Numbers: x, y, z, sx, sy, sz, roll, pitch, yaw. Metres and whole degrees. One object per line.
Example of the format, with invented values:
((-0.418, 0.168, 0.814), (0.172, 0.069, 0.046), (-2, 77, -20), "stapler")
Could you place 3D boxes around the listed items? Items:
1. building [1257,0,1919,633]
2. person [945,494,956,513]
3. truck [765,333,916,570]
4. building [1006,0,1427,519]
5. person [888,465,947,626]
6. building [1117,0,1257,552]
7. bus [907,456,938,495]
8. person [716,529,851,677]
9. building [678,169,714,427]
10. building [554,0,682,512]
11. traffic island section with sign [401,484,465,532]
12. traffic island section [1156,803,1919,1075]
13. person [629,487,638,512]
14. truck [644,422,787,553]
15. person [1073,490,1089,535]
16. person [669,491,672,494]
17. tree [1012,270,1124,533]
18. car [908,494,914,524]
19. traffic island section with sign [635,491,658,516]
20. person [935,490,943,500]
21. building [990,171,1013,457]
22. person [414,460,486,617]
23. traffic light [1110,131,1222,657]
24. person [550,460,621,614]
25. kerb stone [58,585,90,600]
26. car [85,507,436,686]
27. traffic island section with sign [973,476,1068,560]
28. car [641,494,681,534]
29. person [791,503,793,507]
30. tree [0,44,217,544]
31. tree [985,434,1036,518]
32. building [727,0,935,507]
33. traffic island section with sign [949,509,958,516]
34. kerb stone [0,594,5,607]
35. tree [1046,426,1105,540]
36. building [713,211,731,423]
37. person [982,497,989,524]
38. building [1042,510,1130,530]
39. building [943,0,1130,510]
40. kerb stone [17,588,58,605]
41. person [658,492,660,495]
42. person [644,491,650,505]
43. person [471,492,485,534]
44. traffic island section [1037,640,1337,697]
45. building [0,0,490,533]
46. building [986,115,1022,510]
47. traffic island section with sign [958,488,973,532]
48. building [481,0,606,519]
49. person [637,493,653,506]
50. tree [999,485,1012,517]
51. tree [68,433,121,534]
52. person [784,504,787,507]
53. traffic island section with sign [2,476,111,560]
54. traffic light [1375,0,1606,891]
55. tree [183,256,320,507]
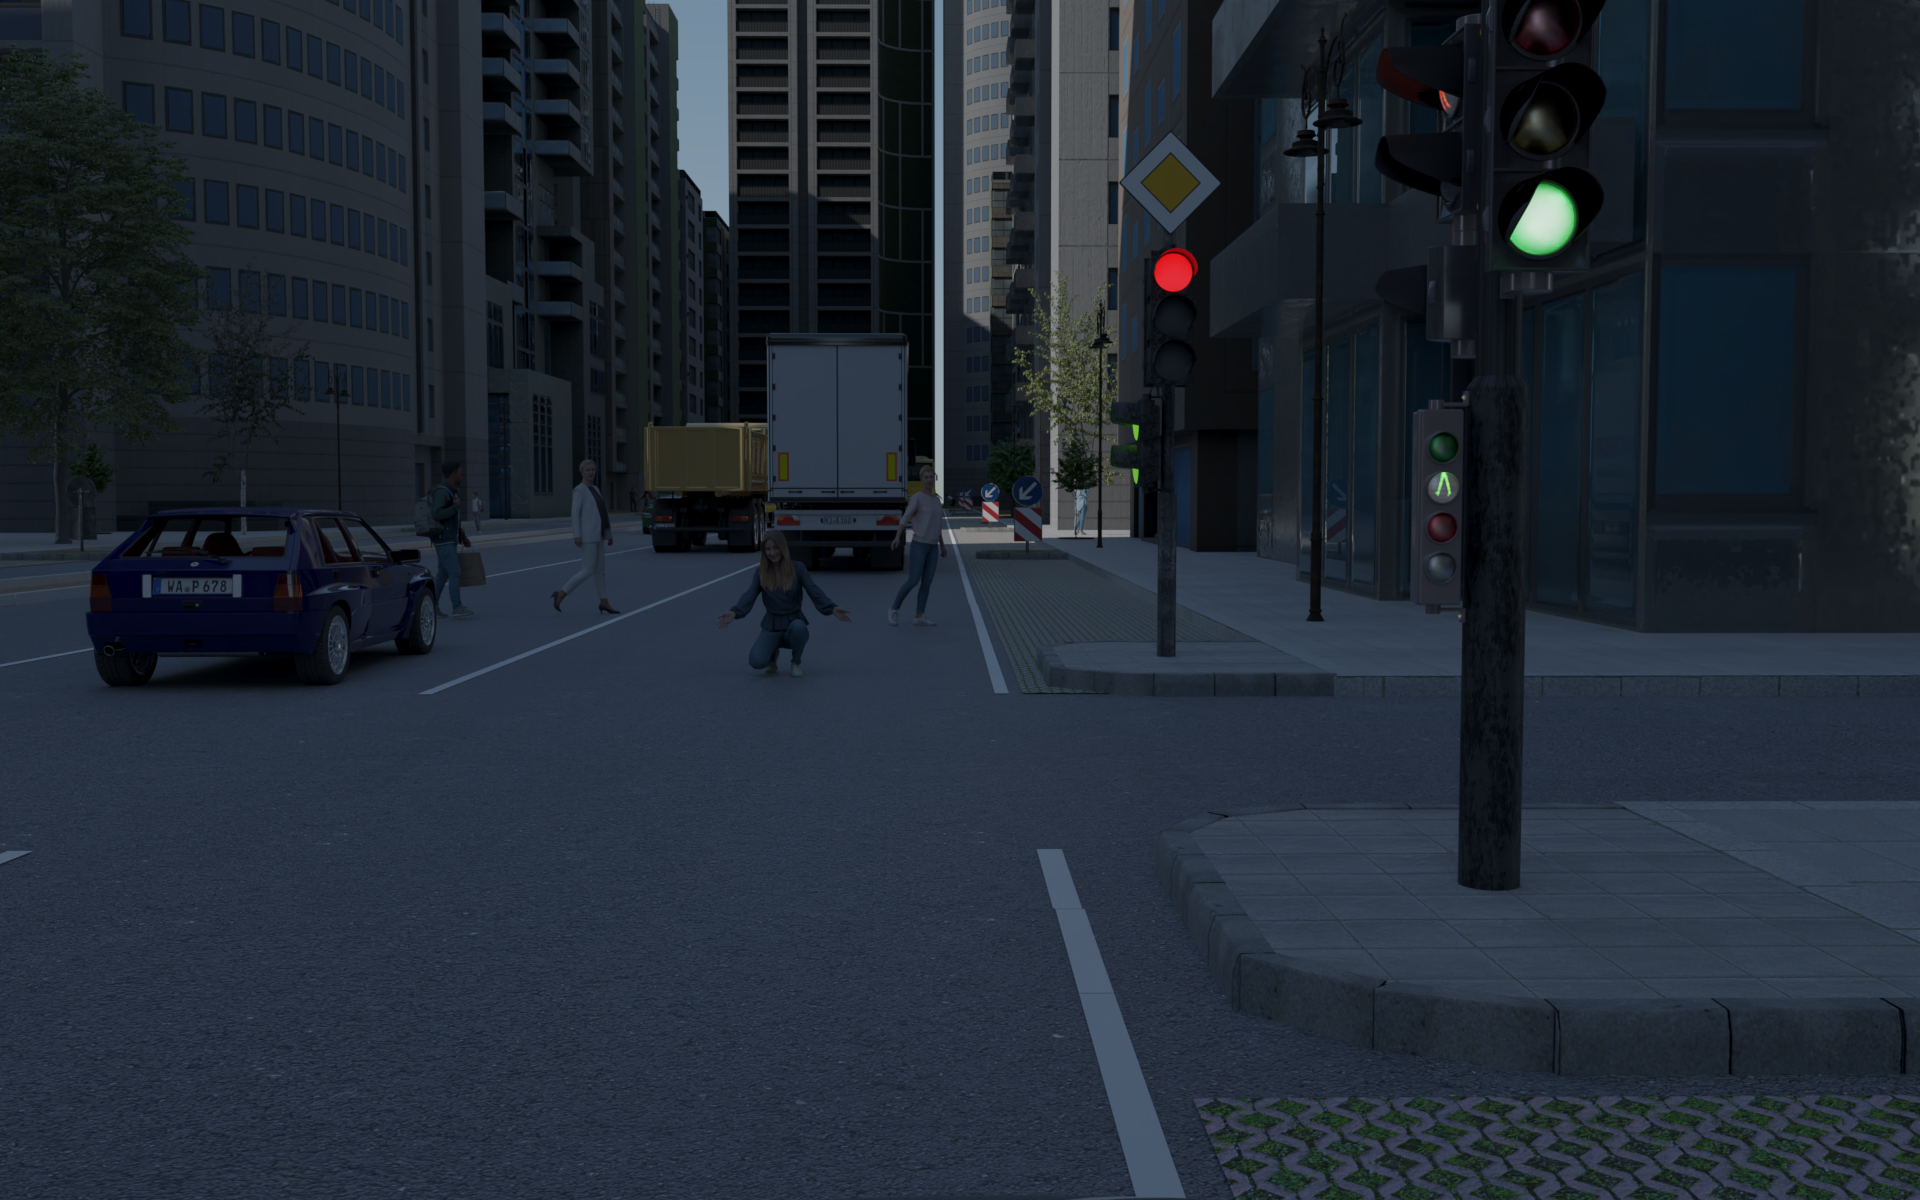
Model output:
((18.915, -24.742, 24.141), (30.456, 49.044, 23.786), (0, 4, -1), "building")
((-0.730, -7.321, 131.384), (0.799, 1.438, 0.628), (-1, 4, -12), "person")
((-2.311, -2.870, 35.834), (2.839, 4.237, 11.283), (0, 4, -2), "truck")
((14.437, -30.257, 114.318), (23.786, 49.044, 30.456), (0, 4, -1), "building")
((-0.537, -0.591, 18.840), (0.598, 1.740, 0.731), (2, 4, 29), "person")
((11.695, -24.069, 43.646), (14.600, 45.320, 14.200), (0, 4, -1), "building")
((-2.864, -7.352, 111.749), (2.896, 3.916, 12.252), (0, 4, -1), "bus")
((-1.339, 0.022, 13.644), (1.012, 1.151, 0.738), (0, 4, 6), "person")
((-30.596, -23.539, 156.571), (14.107, 30.474, 14.160), (0, 4, -1), "building")
((-30.662, -27.922, 140.122), (14.154, 41.232, 14.086), (0, 4, -1), "building")
((-19.904, -3.485, 65.601), (1.989, 1.847, 2.006), (0, 4, -1), "traffic island section with sign")
((1.752, 1.013, 5.717), (2.009, 0.180, 2.903), (0, 4, -1), "traffic island section")
((-23.157, -7.132, 123.107), (0.568, 1.767, 0.683), (2, 4, 27), "person")
((-6.224, -3.063, 46.001), (3.469, 3.379, 9.791), (0, 4, 0), "truck")
((3.808, -2.946, 54.477), (0.793, 1.790, 0.793), (3, 5, 44), "person")
((-20.636, -6.961, 122.756), (0.568, 1.767, 0.683), (2, 4, 34), "person")
((3.807, -6.492, 56.507), (4.737, 8.622, 4.395), (0, 3, 0), "tree")
((-2.102, -3.961, 74.980), (2.015, 1.641, 3.980), (0, 4, 0), "car")
((-20.522, -6.543, 115.609), (1.989, 1.847, 2.006), (0, 4, -1), "traffic island section with sign")
((-2.153, -8.590, 148.974), (1.348, 1.821, 0.705), (0, 4, -3), "person")
((9.679, -23.610, 157.721), (14.160, 30.474, 14.107), (0, 4, -1), "building")
((-5.851, -0.699, 19.914), (0.713, 1.824, 0.794), (1, 4, 10), "person")
((1.614, -1.509, 13.587), (0.839, 4.253, 0.868), (0, 4, -1), "traffic light")
((-4.474, -0.751, 20.650), (0.818, 1.842, 0.514), (0, 4, -5), "person")
((-12.224, -0.098, 23.802), (0.120, 0.150, 1.000), (0, 4, -1), "kerb stone")
((-5.572, -0.105, 14.295), (1.945, 1.354, 3.894), (0, 4, -2), "car")
((1.358, -1.824, 38.452), (1.989, 1.847, 2.006), (0, 4, -1), "traffic island section with sign")
((-10.438, -3.165, 63.550), (2.131, 1.459, 4.920), (0, 4, 1), "car")
((-14.642, -8.774, 151.917), (1.348, 1.831, 0.705), (-3, 5, -44), "person")
((-22.996, -7.741, 44.697), (7.486, 12.596, 7.792), (0, 3, 0), "tree")
((2.828, -6.740, 93.920), (4.285, 4.588, 4.351), (0, 3, 0), "tree")
((-12.937, -45.436, 181.137), (20.611, 71.187, 20.563), (0, 4, -1), "building")
((0.407, -6.533, 115.448), (1.989, 1.847, 2.006), (0, 4, -1), "traffic island section with sign")
((-12.206, 0.030, 21.752), (0.120, 0.150, 1.000), (0, 4, -1), "kerb stone")
((3.182, -3.339, 49.202), (1.663, 3.219, 1.824), (0, 3, 0), "tree")
((-30.900, -24.878, 178.462), (14.107, 30.474, 14.160), (0, 4, -1), "building")
((1.230, -4.593, 83.770), (0.419, 1.800, 0.721), (-1, 4, -11), "person")
((13.782, -32.529, 73.846), (21.231, 58.520, 28.212), (0, 4, -1), "building")
((12.356, -39.145, 182.024), (28.212, 58.520, 21.231), (0, 4, -1), "building")
((-12.208, -0.036, 22.779), (0.120, 0.150, 1.000), (0, 4, -1), "kerb stone")
((-23.011, -7.578, 133.131), (0.628, 1.438, 0.799), (0, 4, 6), "person")
((-17.473, -5.381, 97.203), (0.721, 1.735, 1.217), (-1, 4, -16), "person")
((-17.435, -3.149, 62.584), (0.503, 1.515, 0.523), (0, 4, 3), "person")
((1.654, 0.525, 13.701), (2.009, 0.180, 2.903), (0, 4, -1), "traffic island section")
((-33.477, -32.255, 69.375), (21.231, 58.520, 28.212), (0, 4, -1), "building")
((12.687, -42.871, 139.187), (20.563, 71.187, 20.611), (0, 4, -1), "building")
((1.015, -3.473, 65.405), (1.989, 1.847, 2.006), (0, 4, -1), "traffic island section with sign")
((-33.545, -48.286, 102.141), (22.319, 86.520, 31.000), (0, 4, -1), "building")
((-18.446, -5.725, 102.042), (1.348, 1.831, 0.705), (2, 4, 33), "person")
((2.805, -6.367, 98.698), (1.663, 3.219, 1.824), (0, 3, 0), "tree")
((-27.874, -3.730, 55.592), (1.663, 3.219, 1.824), (0, 3, 0), "tree")
((-10.355, -5.733, 102.374), (0.705, 1.807, 1.348), (1, 4, 16), "person")
((-19.558, -1.800, 38.051), (1.989, 1.847, 2.006), (0, 4, -1), "traffic island section with sign")
((-0.378, -1.882, 5.435), (4.771, 5.953, 1.251), (0, 4, -1), "traffic light")
((-22.467, -6.361, 54.368), (4.360, 8.622, 3.978), (0, 3, 0), "tree")
